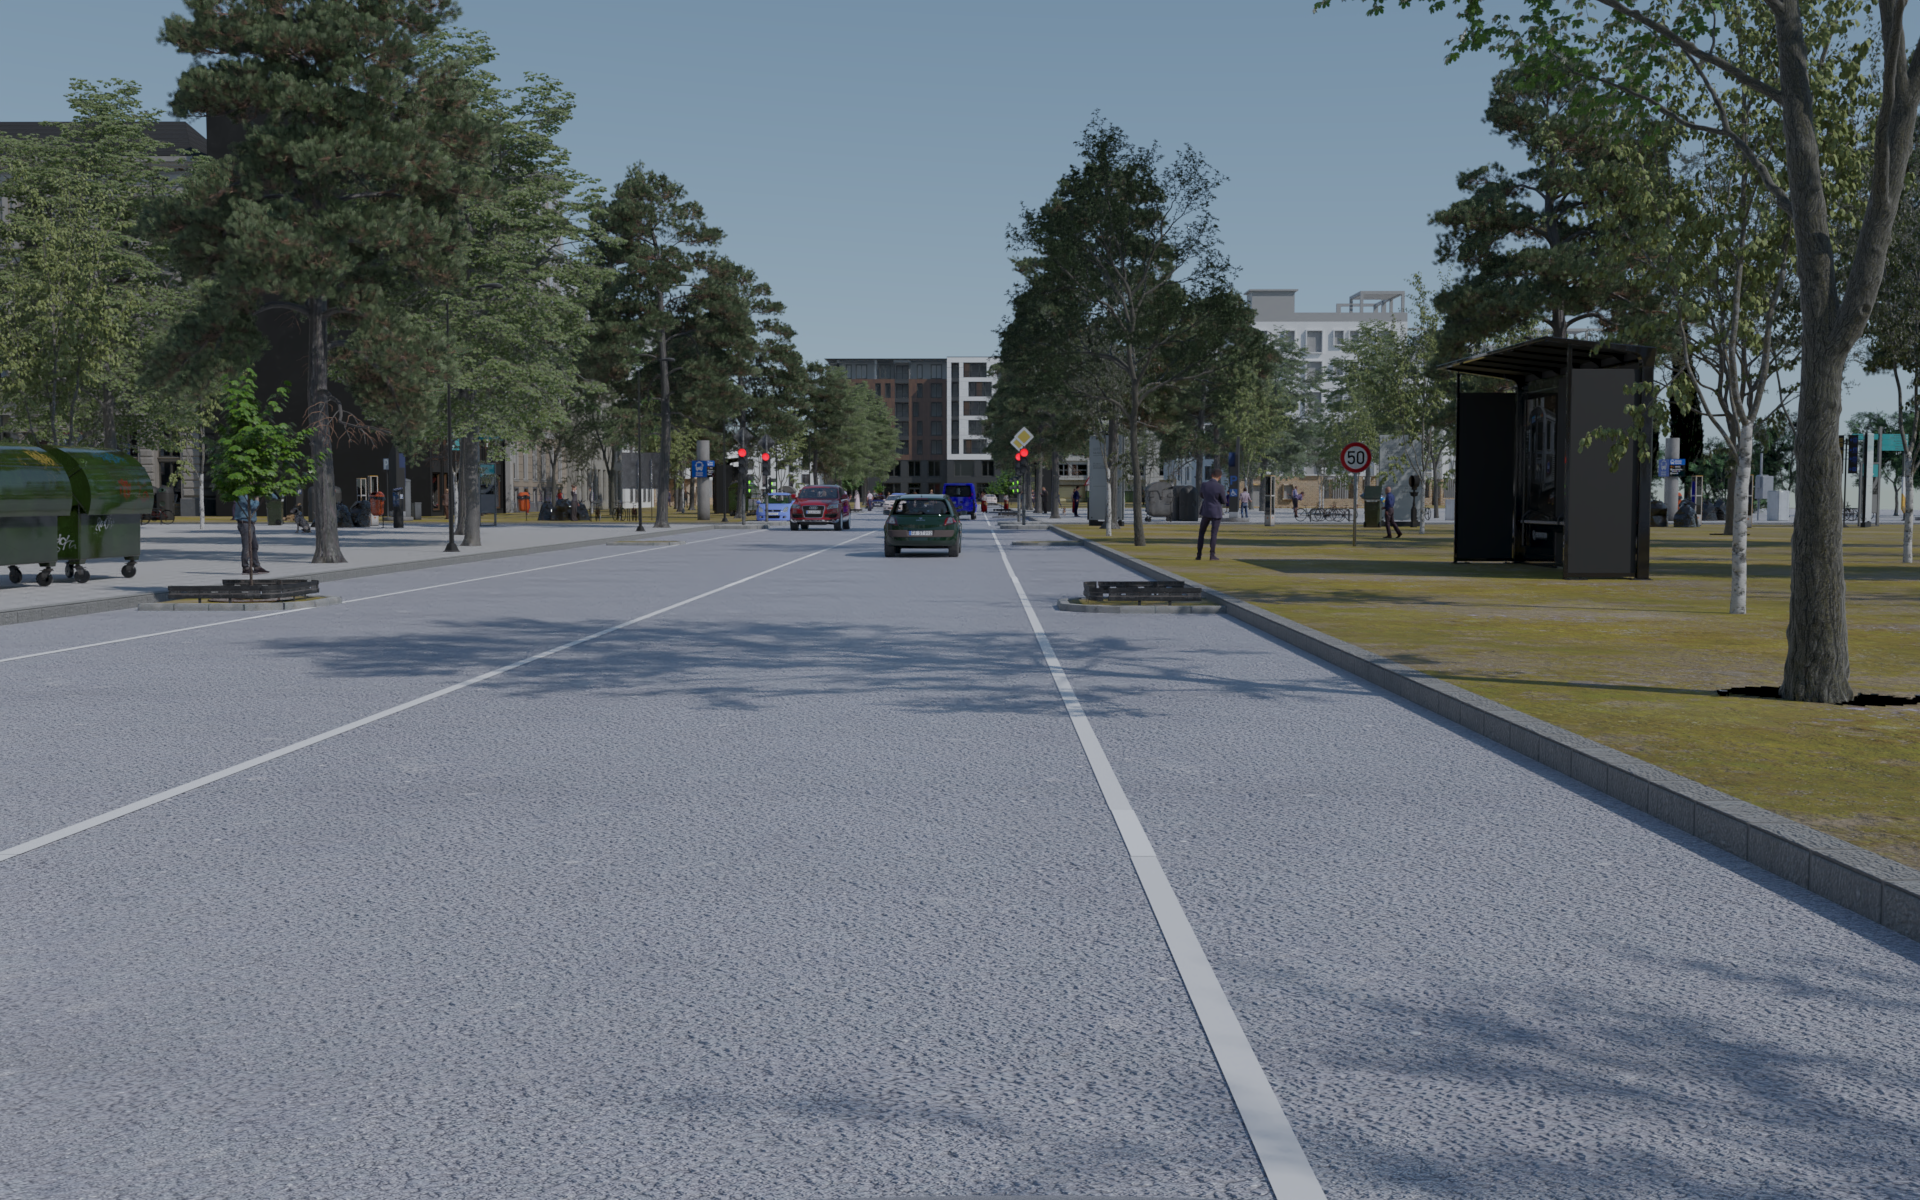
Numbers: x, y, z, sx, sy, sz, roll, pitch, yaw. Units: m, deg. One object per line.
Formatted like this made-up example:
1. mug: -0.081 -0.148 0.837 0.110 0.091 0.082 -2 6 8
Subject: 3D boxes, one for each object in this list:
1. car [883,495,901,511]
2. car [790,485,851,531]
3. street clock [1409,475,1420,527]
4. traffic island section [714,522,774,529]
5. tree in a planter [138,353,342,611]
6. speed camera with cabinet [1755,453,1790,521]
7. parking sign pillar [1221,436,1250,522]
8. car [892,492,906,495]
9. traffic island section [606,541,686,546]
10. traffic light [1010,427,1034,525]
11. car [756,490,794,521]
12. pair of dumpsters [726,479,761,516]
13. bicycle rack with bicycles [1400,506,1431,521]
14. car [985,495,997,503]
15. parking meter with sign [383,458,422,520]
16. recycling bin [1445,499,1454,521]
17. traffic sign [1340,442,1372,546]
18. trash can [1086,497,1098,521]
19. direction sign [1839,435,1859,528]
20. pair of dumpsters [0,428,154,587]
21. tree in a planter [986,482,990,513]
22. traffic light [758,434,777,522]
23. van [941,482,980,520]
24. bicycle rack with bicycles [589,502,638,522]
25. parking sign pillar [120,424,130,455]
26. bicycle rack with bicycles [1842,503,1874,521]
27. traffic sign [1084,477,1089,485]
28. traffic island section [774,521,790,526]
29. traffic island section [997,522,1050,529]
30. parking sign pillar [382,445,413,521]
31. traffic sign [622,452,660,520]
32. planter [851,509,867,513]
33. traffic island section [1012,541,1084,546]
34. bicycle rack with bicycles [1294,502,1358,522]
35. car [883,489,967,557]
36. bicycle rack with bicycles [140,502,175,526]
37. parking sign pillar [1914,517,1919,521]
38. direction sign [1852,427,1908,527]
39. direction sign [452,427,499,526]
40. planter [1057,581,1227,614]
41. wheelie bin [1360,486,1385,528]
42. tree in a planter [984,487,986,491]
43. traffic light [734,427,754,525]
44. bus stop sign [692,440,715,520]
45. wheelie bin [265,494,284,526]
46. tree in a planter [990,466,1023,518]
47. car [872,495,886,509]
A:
1. car: -5.222 -7.910 141.694 2.083 1.381 4.827 0 4 2
2. car: -5.551 -3.705 69.246 2.281 1.827 5.304 0 4 2
3. street clock: 17.436 -3.788 66.509 0.358 2.002 0.471 -1 4 -15
4. traffic island section: -8.982 -3.026 71.748 2.009 0.180 2.903 0 4 0
5. tree in a planter: -9.096 -1.523 22.128 1.991 3.239 1.994 0 4 0
6. speed camera with cabinet: 39.072 -5.441 83.290 0.660 3.252 2.038 0 4 -6
7. parking sign pillar: 12.687 -5.603 80.079 1.447 3.967 1.447 1 4 12
8. car: -7.582 -13.006 222.235 1.945 1.707 3.694 0 4 1
9. traffic island section: -8.853 -1.609 49.166 1.991 0.108 1.994 0 4 0
10. traffic light: 2.619 -5.033 71.529 0.839 4.213 0.868 0 4 0
11. car: -8.793 -4.515 83.404 1.945 1.707 3.694 0 4 1
12. pair of dumpsters: -12.708 -6.056 101.508 1.574 2.255 4.436 0 4 1
13. bicycle rack with bicycles: 21.854 -4.361 84.682 2.925 0.926 2.852 -2 4 -25
14. car: 3.823 -12.966 224.357 2.083 1.381 4.827 0 4 -1
15. parking meter with sign: -27.452 -5.450 85.363 0.543 3.016 1.738 3 5 44
16. recycling bin: 24.021 -4.389 84.318 0.722 1.027 0.722 1 4 20
17. traffic sign: 9.660 -2.583 42.336 0.768 2.556 0.104 0 4 7
18. trash can: 6.318 -4.298 81.918 0.748 1.137 0.748 0 3 0
19. direction sign: 33.881 -4.543 66.283 0.379 3.537 0.876 -3 4 -37
20. pair of dumpsters: -13.109 -1.337 24.349 1.574 2.255 4.436 0 4 1
21. tree in a planter: 3.178 -8.253 132.163 1.991 3.239 1.994 0 4 0
22. traffic light: -8.872 -5.526 79.598 0.839 4.213 0.868 0 4 0
23. van: -0.026 -5.779 98.878 2.240 2.365 5.245 0 4 2
24. bicycle rack with bicycles: -16.418 -4.182 81.766 2.852 0.926 2.925 -1 4 -13
25. parking sign pillar: -32.634 -4.790 66.782 1.447 3.967 1.447 1 4 17
26. bicycle rack with bicycles: 42.037 -4.237 82.657 2.925 0.926 2.852 3 5 41
27. traffic sign: 8.075 -6.522 106.639 0.884 2.594 0.081 0 4 7
28. traffic island section: -8.912 -3.514 79.732 2.009 0.180 2.903 0 4 0
29. traffic island section: 2.659 -3.019 71.641 2.009 0.180 2.903 0 4 0
30. parking sign pillar: -26.963 -5.777 82.930 1.447 3.967 1.447 -2 4 -33
31. traffic sign: -15.369 -5.542 84.483 2.265 3.308 0.079 0 4 2
32. planter: -8.129 -6.792 132.187 1.991 0.319 1.994 0 4 0
33. traffic island section: 2.464 -1.597 48.984 1.991 0.108 1.994 0 4 0
34. bicycle rack with bicycles: 17.083 -4.123 80.796 2.925 0.926 2.852 1 4 12
35. car: -0.843 -1.893 40.736 2.009 1.686 4.222 0 4 1
36. bicycle rack with bicycles: -34.410 -3.559 71.577 2.925 0.926 2.852 0 4 1
37. parking sign pillar: 47.176 -5.842 83.987 1.447 3.967 1.447 -3 4 -36
38. direction sign: 36.268 -4.915 69.117 2.525 3.948 1.411 -1 4 -11
39. direction sign: -18.682 -4.877 68.493 1.411 3.948 2.525 2 4 35
40. planter: 2.227 -0.037 21.741 1.991 0.319 1.994 0 4 0
41. wheelie bin: 15.752 -3.560 66.120 0.980 1.594 0.693 2 4 24
42. tree in a planter: 3.848 -12.937 208.746 1.991 3.239 1.994 0 4 0
43. traffic light: -8.942 -5.038 71.614 0.839 4.213 0.868 0 4 0
44. bus stop sign: -12.621 -5.880 85.147 0.837 3.901 0.837 1 4 17
45. wheelie bin: -28.032 -3.847 70.806 0.693 1.594 0.980 -1 4 -13
46. tree in a planter: 2.948 -6.580 104.798 1.991 3.239 1.994 0 4 0
47. car: -7.912 -9.515 168.151 1.945 1.354 3.894 0 4 1
